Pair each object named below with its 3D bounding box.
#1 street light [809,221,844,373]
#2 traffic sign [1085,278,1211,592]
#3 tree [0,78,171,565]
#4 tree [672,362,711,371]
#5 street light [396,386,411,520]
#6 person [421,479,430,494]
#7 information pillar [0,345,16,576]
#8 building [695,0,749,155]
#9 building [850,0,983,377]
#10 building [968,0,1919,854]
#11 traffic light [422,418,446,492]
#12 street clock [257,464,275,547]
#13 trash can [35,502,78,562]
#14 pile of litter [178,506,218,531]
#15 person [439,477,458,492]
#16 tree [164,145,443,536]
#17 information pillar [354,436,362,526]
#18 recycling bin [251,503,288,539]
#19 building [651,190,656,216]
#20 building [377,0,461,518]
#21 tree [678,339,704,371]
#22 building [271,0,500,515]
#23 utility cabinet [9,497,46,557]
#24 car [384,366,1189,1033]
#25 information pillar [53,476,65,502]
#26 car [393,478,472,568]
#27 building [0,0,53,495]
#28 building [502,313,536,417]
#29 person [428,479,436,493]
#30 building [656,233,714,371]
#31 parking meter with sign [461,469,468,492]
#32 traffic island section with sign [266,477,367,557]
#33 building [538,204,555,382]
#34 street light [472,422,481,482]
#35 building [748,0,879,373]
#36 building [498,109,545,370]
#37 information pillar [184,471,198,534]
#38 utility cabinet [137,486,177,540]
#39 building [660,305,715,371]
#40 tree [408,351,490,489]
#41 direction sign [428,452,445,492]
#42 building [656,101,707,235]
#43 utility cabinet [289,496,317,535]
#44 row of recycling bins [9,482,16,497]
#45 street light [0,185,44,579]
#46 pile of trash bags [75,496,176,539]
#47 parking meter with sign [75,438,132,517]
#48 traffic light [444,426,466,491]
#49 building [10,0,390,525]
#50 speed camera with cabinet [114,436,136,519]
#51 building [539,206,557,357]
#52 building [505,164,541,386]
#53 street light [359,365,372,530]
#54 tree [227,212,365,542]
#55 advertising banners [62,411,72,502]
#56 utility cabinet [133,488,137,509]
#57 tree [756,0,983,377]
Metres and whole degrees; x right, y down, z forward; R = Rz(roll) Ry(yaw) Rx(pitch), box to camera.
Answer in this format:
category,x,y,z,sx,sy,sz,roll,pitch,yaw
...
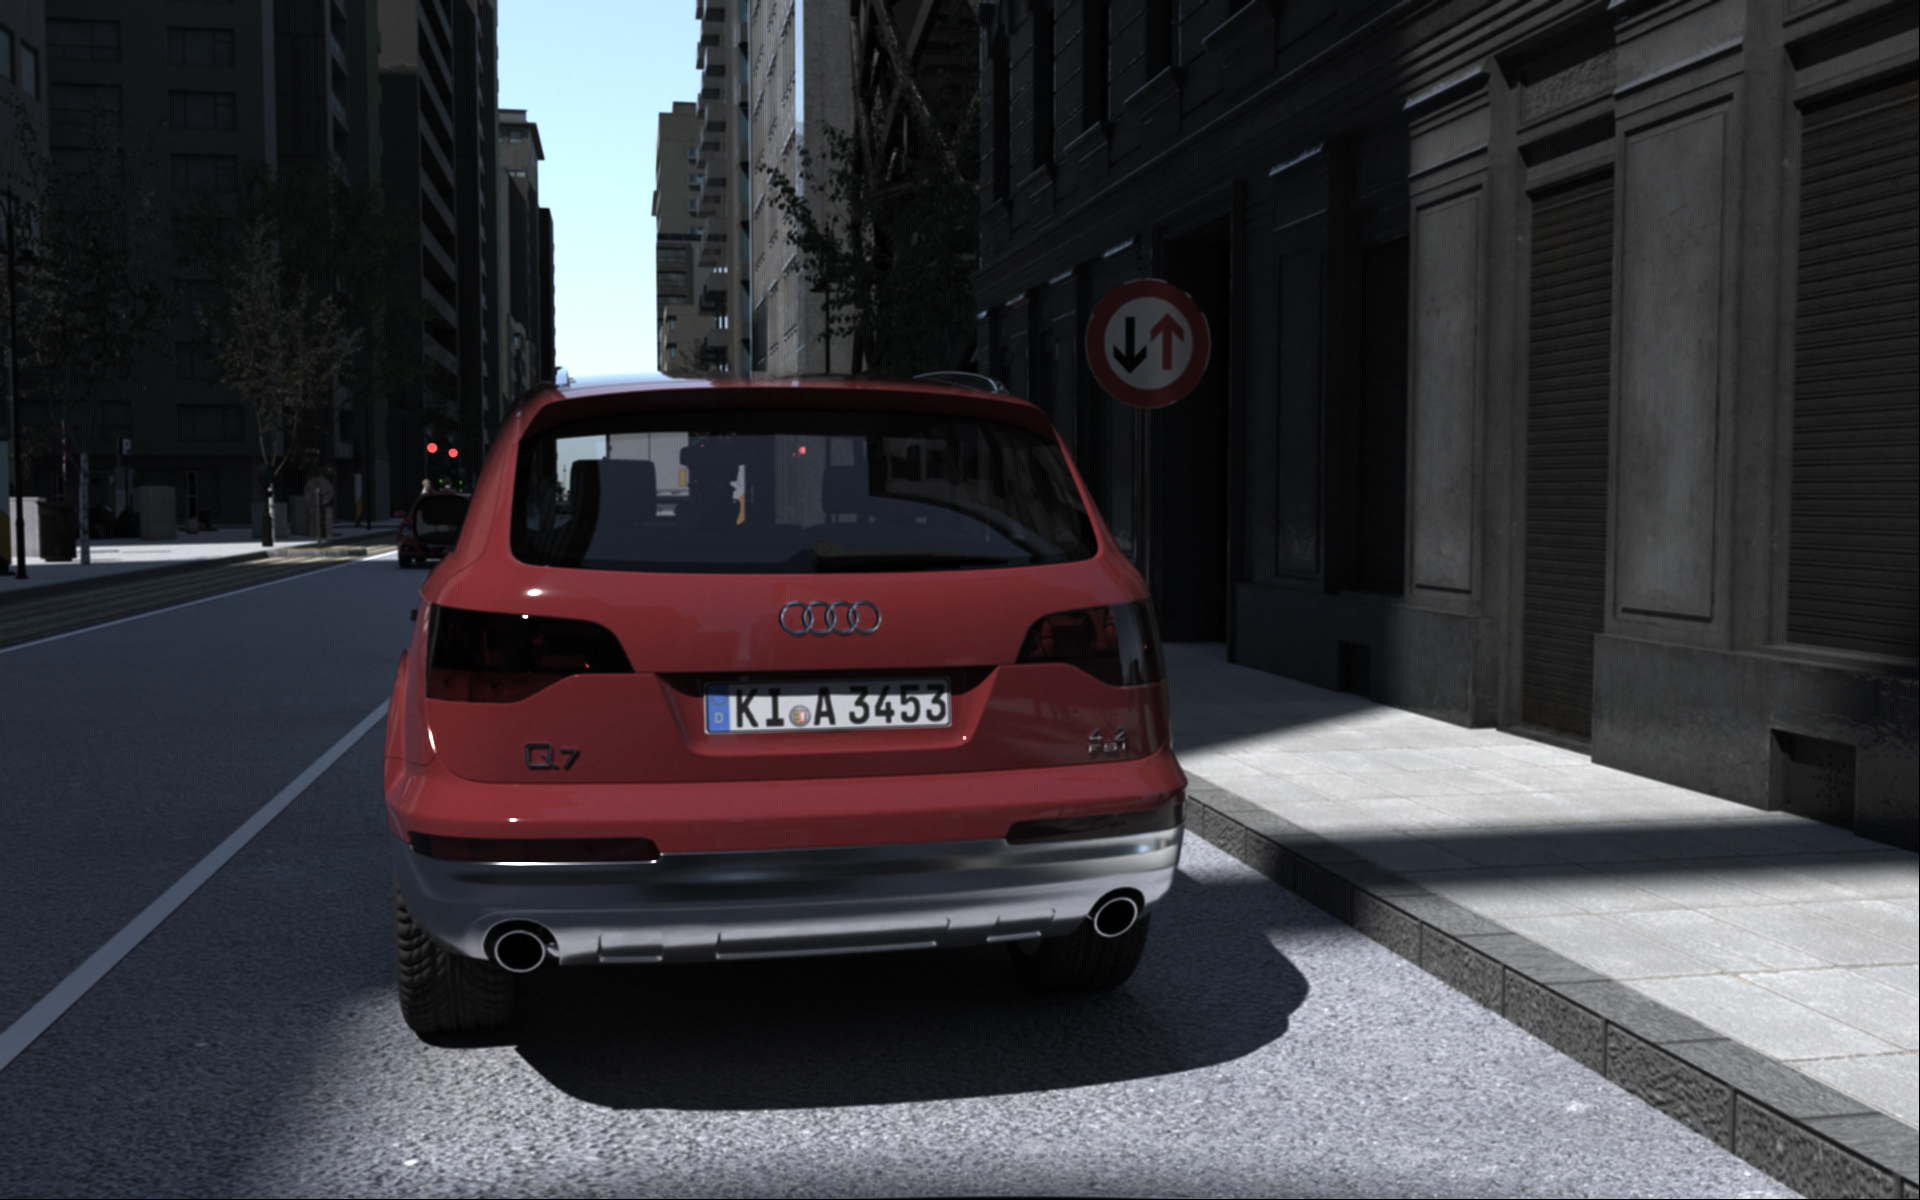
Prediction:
category,x,y,z,sx,sy,sz,roll,pitch,yaw
street light,-2.252,-3.471,29.532,0.468,5.910,1.993,-1,4,-11
traffic sign,1.104,-0.625,10.320,0.768,2.556,0.104,-1,4,-10
tree,-15.871,-4.949,31.281,4.360,8.622,3.978,0,3,0
tree,-14.743,-8.830,94.727,4.360,8.622,3.978,0,3,0
street light,-23.155,-6.079,72.184,0.468,5.910,1.993,-1,4,-11
person,-14.840,-2.427,48.055,0.818,1.842,0.514,-2,4,-30
information pillar,-15.101,-2.184,27.060,0.183,3.616,0.504,2,4,25
building,-6.362,-30.468,117.763,23.786,49.044,30.456,-1,4,-11
building,5.841,-10.472,38.665,16.820,18.784,16.811,-1,4,-11
building,6.472,-10.107,14.396,9.793,20.994,18.267,-1,4,-11
traffic light,-19.460,-4.597,64.087,0.839,4.253,0.868,-1,4,-11
street clock,-16.920,-2.305,42.264,0.358,2.002,0.471,0,4,2
trash can,-17.150,-1.301,32.925,0.748,1.137,0.748,0,3,0
pile of litter,-26.365,-2.812,59.947,1.176,0.858,1.719,-3,5,-41
person,-14.470,-2.529,49.213,0.648,1.900,0.474,-2,4,-25
tree,-19.705,-7.776,52.899,9.928,11.665,9.643,0,3,0
information pillar,-24.536,-4.846,70.586,0.183,3.616,0.504,0,4,4
recycling bin,-20.065,-2.311,50.334,0.722,1.027,0.722,2,4,29
building,-37.180,-43.034,292.848,28.713,52.752,27.495,-1,4,-11
building,-41.437,-29.178,100.763,21.300,48.544,21.600,-1,4,-11
tree,-11.730,-8.017,81.444,4.737,8.622,4.395,0,3,0
building,-41.756,-27.215,128.563,14.154,41.232,14.086,-1,4,-11
utility cabinet,-19.190,-1.478,35.325,1.020,1.237,0.306,0,4,2
car,-0.851,0.145,6.307,2.281,1.827,5.304,-1,4,-13
information pillar,-36.007,-3.960,69.230,0.304,2.012,0.304,2,4,34
car,-10.328,-1.600,35.193,2.155,1.783,4.494,-1,4,-11
building,-42.056,-27.832,44.285,27.495,52.752,28.713,-1,4,-11
building,-60.582,-20.895,186.668,27.650,21.520,28.899,-1,4,-11
person,-15.180,-2.502,49.210,0.447,1.846,0.655,1,4,9
building,-26.919,-25.855,194.425,14.160,30.474,14.107,-1,4,-11
parking meter with sign,-33.916,-7.474,118.453,0.543,3.016,1.738,-2,4,-24
traffic island section with sign,-14.808,-1.916,39.962,1.989,1.847,2.006,-1,4,-11
building,-68.499,-37.403,261.652,14.600,45.320,14.200,-1,4,-11
street light,-30.096,-8.259,107.829,0.468,5.910,1.993,-1,4,-11
building,-0.103,-14.577,56.357,12.078,24.808,19.932,-1,4,-11
building,-72.192,-39.737,238.937,28.713,52.752,27.495,-1,4,-11
information pillar,-24.788,-3.140,55.838,0.304,2.012,0.304,-3,5,-41
utility cabinet,-22.318,-2.419,48.228,0.318,1.500,1.173,1,4,10
building,-15.951,-20.178,174.957,27.650,21.520,28.899,-1,4,-11
tree,-26.509,-8.491,89.189,4.360,8.622,3.978,0,3,0
direction sign,-28.255,-6.210,93.523,0.876,3.537,0.379,-2,4,-32
building,-26.074,-35.993,212.188,21.300,48.544,21.600,-1,4,-11
utility cabinet,-20.691,-2.673,54.862,0.306,1.237,1.020,2,4,35
row of recycling bins,-26.214,-2.320,45.044,1.069,1.692,3.534,1,4,19
street light,-14.211,-3.258,26.055,0.468,5.910,1.993,-1,4,-11
pile of trash bags,-24.496,-2.500,50.627,1.912,1.369,3.447,2,4,28
parking meter with sign,-26.810,-3.539,54.124,1.738,3.016,0.543,0,4,7
traffic light,-20.982,-5.077,71.926,0.839,4.253,0.868,-1,4,-11
building,-33.708,-24.013,76.207,14.154,41.232,14.086,-1,4,-11
speed camera with cabinet,-28.412,-3.943,58.808,0.660,3.252,2.038,-1,4,-20
building,-77.510,-40.544,282.497,23.786,49.044,30.456,-1,4,-11
building,-58.029,-32.099,208.411,14.154,41.232,14.086,-1,4,-11
street light,-21.204,-5.455,61.975,0.468,5.910,1.993,-1,4,-11
tree,-18.092,-5.822,45.547,4.360,8.622,3.978,0,3,0
advertising banners,-19.414,-2.536,37.656,0.090,3.025,2.074,-2,4,-24
utility cabinet,-27.194,-3.040,58.387,1.173,1.500,0.318,0,4,0
tree,-0.518,-4.601,25.591,4.737,8.622,4.395,0,3,0
